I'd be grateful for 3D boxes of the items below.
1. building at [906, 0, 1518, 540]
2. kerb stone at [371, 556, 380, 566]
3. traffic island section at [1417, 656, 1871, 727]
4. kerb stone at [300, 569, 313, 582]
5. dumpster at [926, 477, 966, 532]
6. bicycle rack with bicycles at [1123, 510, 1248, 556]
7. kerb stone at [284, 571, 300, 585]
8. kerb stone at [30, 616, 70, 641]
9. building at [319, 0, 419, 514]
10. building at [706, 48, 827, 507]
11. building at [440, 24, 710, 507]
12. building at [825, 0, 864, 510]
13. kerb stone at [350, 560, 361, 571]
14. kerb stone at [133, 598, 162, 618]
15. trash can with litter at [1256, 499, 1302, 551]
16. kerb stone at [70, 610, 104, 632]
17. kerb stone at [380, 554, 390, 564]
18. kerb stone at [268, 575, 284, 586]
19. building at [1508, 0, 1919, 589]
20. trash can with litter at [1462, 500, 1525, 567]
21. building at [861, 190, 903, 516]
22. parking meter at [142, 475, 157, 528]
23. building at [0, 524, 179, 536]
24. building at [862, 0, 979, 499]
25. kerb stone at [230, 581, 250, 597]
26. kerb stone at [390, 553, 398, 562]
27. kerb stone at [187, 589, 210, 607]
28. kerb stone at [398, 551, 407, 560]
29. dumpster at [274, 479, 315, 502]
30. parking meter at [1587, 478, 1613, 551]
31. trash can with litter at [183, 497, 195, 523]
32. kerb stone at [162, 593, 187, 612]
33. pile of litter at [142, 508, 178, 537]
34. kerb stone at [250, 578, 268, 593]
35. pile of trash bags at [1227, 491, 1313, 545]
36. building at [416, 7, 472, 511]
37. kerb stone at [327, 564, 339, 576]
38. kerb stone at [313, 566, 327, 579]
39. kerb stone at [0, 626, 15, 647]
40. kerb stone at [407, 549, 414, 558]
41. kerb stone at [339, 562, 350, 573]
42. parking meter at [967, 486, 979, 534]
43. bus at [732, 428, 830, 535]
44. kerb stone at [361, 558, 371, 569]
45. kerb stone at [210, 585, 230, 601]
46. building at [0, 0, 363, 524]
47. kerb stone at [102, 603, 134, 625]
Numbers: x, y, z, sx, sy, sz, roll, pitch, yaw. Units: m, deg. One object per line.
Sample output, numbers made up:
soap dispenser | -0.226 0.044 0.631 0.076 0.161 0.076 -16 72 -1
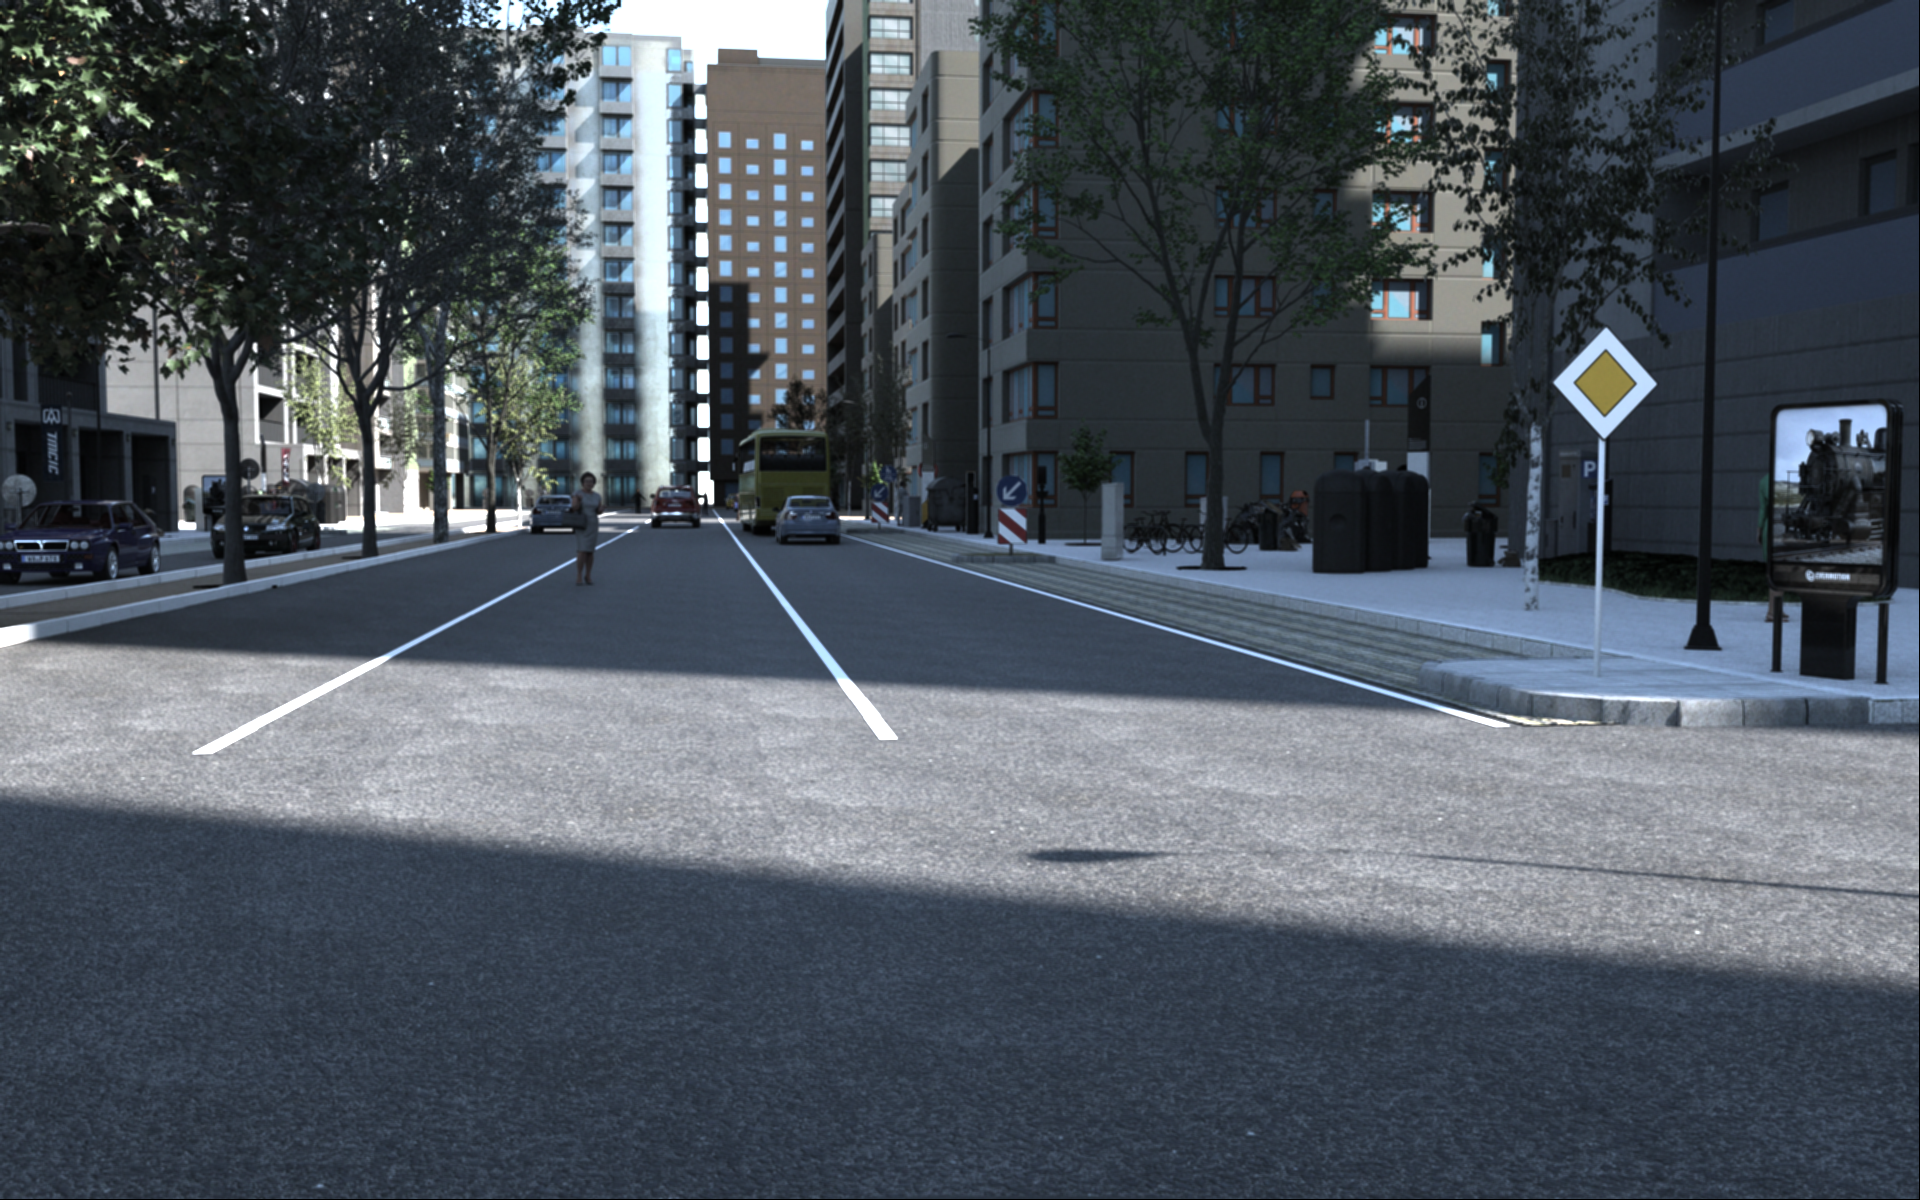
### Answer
building | 13.410 -13.416 64.391 27.650 21.520 28.899 -1 4 -8
kerb stone | -11.776 -0.754 34.576 0.120 0.150 1.000 -1 4 -8
traffic island section | 4.506 0.621 12.128 2.009 0.180 2.903 -1 4 -8
kerb stone | -10.862 -0.386 28.510 0.120 0.150 1.000 -1 4 -8
dumpster | -0.433 -3.257 59.003 1.264 1.857 1.865 -1 4 -8
bicycle rack with bicycles | 4.420 -1.479 37.568 2.852 0.926 2.925 -3 4 -37
kerb stone | -10.705 -0.324 27.500 0.120 0.150 1.000 -1 4 -8
kerb stone | -9.198 0.295 17.367 0.120 0.150 1.000 -1 4 -8
building | -42.878 -26.036 109.289 14.154 41.232 14.086 -1 4 -8
building | -18.781 -32.308 178.352 14.200 45.320 14.600 -1 4 -8
building | -41.574 -34.256 179.700 30.456 49.044 23.786 -1 4 -8
building | -0.171 -32.172 149.719 21.300 48.544 21.600 -1 4 -8
kerb stone | -11.466 -0.631 32.555 0.120 0.150 1.000 -1 4 -8
kerb stone | -9.656 0.109 20.411 0.120 0.150 1.000 -1 4 -8
trash can with litter | 7.254 -1.707 39.290 1.055 1.170 0.624 3 5 39
kerb stone | -9.346 0.236 18.379 0.120 0.150 1.000 -1 4 -8
kerb stone | -11.922 -0.814 35.588 0.120 0.150 1.000 -1 4 -8
kerb stone | -10.561 -0.260 26.488 0.120 0.150 1.000 -1 4 -8
building | 26.275 -29.658 26.911 28.212 58.520 21.231 -1 4 -8
trash can with litter | 9.447 -1.176 30.613 1.055 1.170 0.624 0 4 7
building | 8.763 -16.309 111.684 27.650 21.520 28.899 -1 4 -8
parking meter | -24.780 -2.892 52.995 0.255 1.863 0.399 0 4 4
building | -36.028 -37.468 50.847 20.563 71.187 20.611 -1 4 -8
building | -0.518 -27.407 131.701 14.154 41.232 14.086 -1 4 -8
kerb stone | -10.258 -0.138 24.459 0.120 0.150 1.000 -1 4 -8
kerb stone | -12.077 -0.876 36.598 0.120 0.150 1.000 -1 4 -8
kerb stone | -9.957 -0.009 22.435 0.120 0.150 1.000 -1 4 -8
kerb stone | -12.224 -0.939 37.620 0.120 0.150 1.000 -1 4 -8
dumpster | -25.931 -3.778 67.535 1.264 1.857 1.865 -1 4 -9
parking meter | 10.411 -1.210 28.189 0.372 1.533 0.369 0 3 0
trash can with litter | -33.982 -4.012 76.975 1.055 1.170 0.624 1 4 15
kerb stone | -9.802 0.047 21.424 0.120 0.150 1.000 -1 4 -8
pile of litter | -24.246 -2.298 51.541 1.719 0.858 1.176 0 4 0
kerb stone | -10.405 -0.200 25.471 0.120 0.150 1.000 -1 4 -8
pile of trash bags | 8.364 -2.178 45.367 1.912 1.369 3.447 2 4 31
building | -51.843 -27.217 136.879 23.993 40.220 32.217 -1 4 -8
kerb stone | -11.167 -0.510 30.532 0.120 0.150 1.000 -1 4 -8
kerb stone | -11.008 -0.448 29.522 0.120 0.150 1.000 -1 4 -8
kerb stone | -9.050 0.358 16.356 0.120 0.150 1.000 -1 4 -8
kerb stone | -12.382 -1.005 38.631 0.120 0.150 1.000 -1 4 -8
kerb stone | -11.322 -0.568 31.543 0.120 0.150 1.000 -1 4 -8
parking meter | 0.412 -2.880 55.498 0.372 1.533 0.369 0 3 0
bus | -6.682 -4.435 64.060 2.896 3.916 12.252 -1 4 -10
kerb stone | -11.614 -0.695 33.566 0.120 0.150 1.000 -1 4 -8
kerb stone | -10.112 -0.068 23.448 0.120 0.150 1.000 -1 4 -8
building | -43.486 -39.910 90.777 20.563 71.187 20.611 -1 4 -8
kerb stone | -9.504 0.174 19.401 0.120 0.150 1.000 -1 4 -8
